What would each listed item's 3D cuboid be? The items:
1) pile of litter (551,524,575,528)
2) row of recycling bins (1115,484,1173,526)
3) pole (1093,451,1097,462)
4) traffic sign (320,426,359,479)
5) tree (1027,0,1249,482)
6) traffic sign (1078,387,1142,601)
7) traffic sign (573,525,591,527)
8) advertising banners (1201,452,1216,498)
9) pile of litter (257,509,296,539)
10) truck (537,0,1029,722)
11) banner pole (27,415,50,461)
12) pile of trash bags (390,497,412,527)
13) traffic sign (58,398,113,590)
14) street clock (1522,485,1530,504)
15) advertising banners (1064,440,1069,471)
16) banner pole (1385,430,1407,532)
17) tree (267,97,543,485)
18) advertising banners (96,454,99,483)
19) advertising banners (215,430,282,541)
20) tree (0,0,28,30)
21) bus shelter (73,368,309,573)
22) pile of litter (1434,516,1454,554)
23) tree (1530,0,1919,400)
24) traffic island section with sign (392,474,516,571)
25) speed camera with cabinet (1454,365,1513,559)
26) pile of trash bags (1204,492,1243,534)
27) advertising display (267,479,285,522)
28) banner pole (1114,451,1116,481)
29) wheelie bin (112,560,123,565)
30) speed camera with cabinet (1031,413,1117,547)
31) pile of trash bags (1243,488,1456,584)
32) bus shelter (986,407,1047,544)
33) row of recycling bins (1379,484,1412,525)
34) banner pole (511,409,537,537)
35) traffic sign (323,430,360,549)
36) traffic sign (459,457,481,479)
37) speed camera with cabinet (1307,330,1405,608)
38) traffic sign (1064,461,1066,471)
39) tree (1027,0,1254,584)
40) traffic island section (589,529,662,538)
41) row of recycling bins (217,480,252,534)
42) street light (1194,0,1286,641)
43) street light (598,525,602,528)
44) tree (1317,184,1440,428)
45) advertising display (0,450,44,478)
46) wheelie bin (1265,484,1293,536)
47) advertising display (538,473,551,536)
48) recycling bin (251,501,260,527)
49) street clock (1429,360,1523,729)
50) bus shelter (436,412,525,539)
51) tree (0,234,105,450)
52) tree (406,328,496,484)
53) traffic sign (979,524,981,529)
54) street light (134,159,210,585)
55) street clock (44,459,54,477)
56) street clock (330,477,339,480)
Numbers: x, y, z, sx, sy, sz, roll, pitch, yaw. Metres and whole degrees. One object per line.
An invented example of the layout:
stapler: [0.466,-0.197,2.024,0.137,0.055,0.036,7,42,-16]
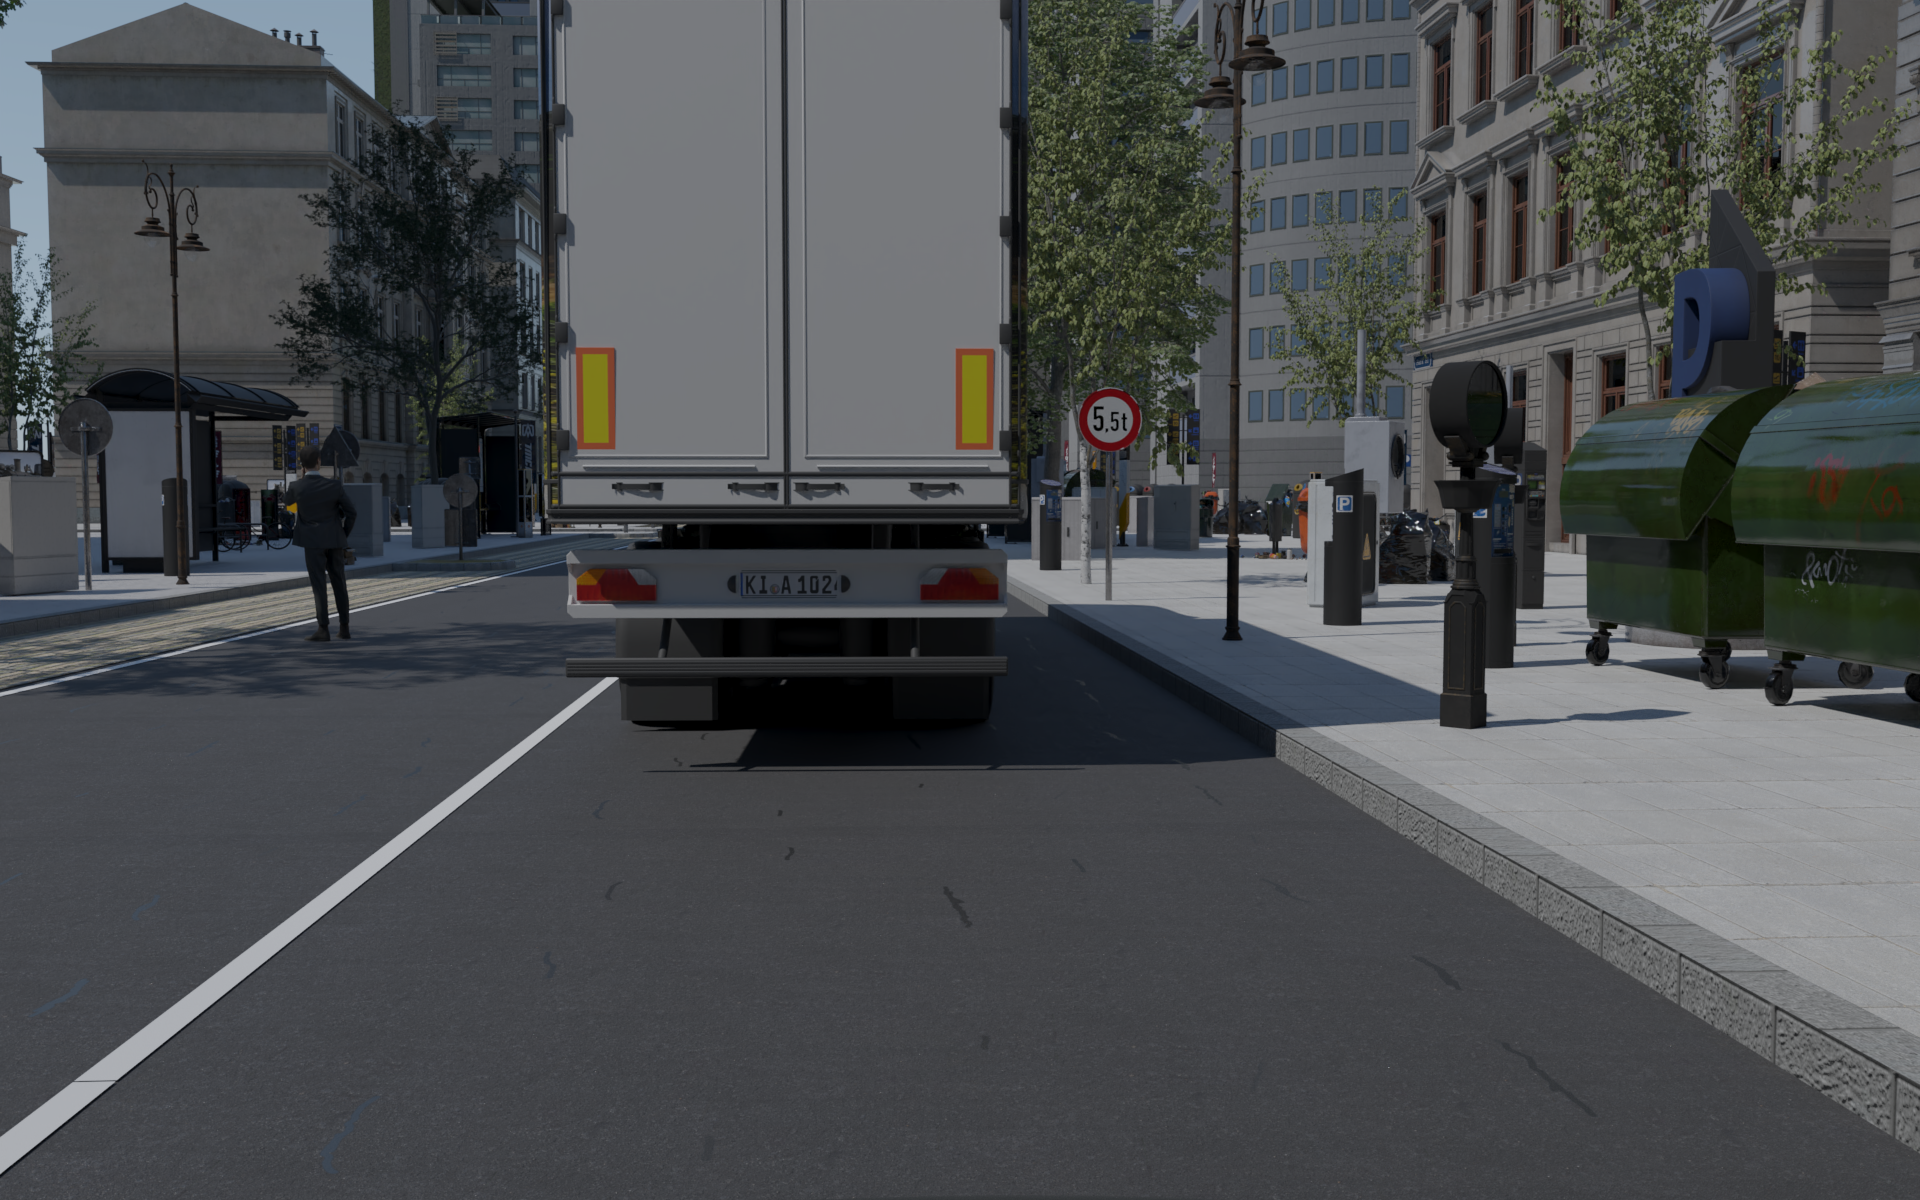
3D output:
pile of litter: [-15.179,-3.161,65.643,1.176,0.858,1.719,-1,4,-12]
row of recycling bins: [7.310,-3.788,69.050,3.534,1.692,1.069,3,5,41]
pole: [6.371,-5.390,81.963,0.158,3.312,0.155,0,3,0]
traffic sign: [-12.009,-2.038,33.326,0.884,2.594,0.081,0,4,-1]
tree: [2.275,-7.176,35.459,7.486,12.596,7.792,0,3,0]
traffic sign: [1.792,-1.265,20.795,0.768,2.556,0.104,0,4,-2]
traffic sign: [-14.892,-4.540,68.099,2.265,3.308,0.079,0,4,3]
advertising banners: [10.595,-4.746,73.777,0.090,3.025,2.074,0,4,-7]
pile of litter: [-19.370,-2.205,50.024,1.719,0.858,1.176,1,4,13]
truck: [-1.069,-1.548,14.218,2.839,4.237,11.283,0,4,-2]
banner pole: [-28.528,-3.901,53.799,0.401,3.779,0.863,3,5,40]
pile of trash bags: [-21.134,-3.562,67.985,3.447,1.369,1.912,0,4,-5]
traffic sign: [-11.642,-1.404,23.063,0.768,2.556,0.104,0,4,5]
street clock: [4.611,-0.613,14.599,0.358,2.002,0.471,1,4,19]
advertising banners: [3.605,-3.625,55.458,0.090,3.025,2.074,-1,4,-11]
banner pole: [14.847,-4.229,59.160,0.863,3.779,0.401,0,4,5]
tree: [-13.072,-6.576,41.931,8.767,10.594,7.601,3,5,40]
advertising banners: [-21.264,-2.923,43.974,0.090,3.025,2.074,1,4,13]
advertising banners: [-19.775,-3.151,47.708,2.074,3.025,0.090,0,4,-4]
tree: [-10.859,-5.338,13.030,9.928,11.665,9.643,0,3,0]
bus shelter: [-13.356,-2.243,30.592,2.014,3.302,5.546,0,4,-4]
pile of litter: [9.483,-1.199,33.566,1.176,0.858,1.719,0,4,2]
tree: [8.573,-4.295,20.579,4.737,8.622,4.395,0,3,0]
traffic island section with sign: [-9.535,-1.482,32.864,1.989,1.847,2.006,0,4,-4]
speed camera with cabinet: [8.330,-2.024,27.435,0.660,3.252,2.038,0,4,5]
pile of trash bags: [9.699,-2.824,55.933,1.912,1.369,3.447,3,5,44]
advertising display: [-29.017,-4.194,73.786,0.974,1.923,0.123,0,4,0]
banner pole: [6.814,-5.407,78.417,0.863,3.779,0.401,-1,4,-20]
wheelie bin: [-15.062,-1.436,31.389,0.693,1.594,0.980,0,4,4]
speed camera with cabinet: [2.794,-2.939,42.388,2.038,3.252,0.660,1,4,23]
pile of trash bags: [5.827,-0.935,25.047,1.912,1.369,3.447,3,4,39]
bus shelter: [1.464,-3.445,47.607,1.731,3.624,6.357,0,4,-4]
row of recycling bins: [18.260,-3.807,69.361,3.534,1.692,1.069,0,4,-6]
banner pole: [-12.960,-3.758,51.457,0.863,3.779,0.401,-3,4,-38]
traffic sign: [-12.333,-2.106,34.535,0.768,2.556,0.104,0,4,4]
traffic sign: [-13.457,-2.781,47.597,0.606,2.300,0.079,0,4,3]
speed camera with cabinet: [4.663,-1.585,20.249,0.660,3.252,2.038,2,4,29]
traffic sign: [2.943,-3.106,52.918,0.606,2.300,0.079,0,4,4]
tree: [1.893,-4.518,24.233,4.737,8.622,4.395,0,3,0]
traffic island section: [-11.115,-2.155,57.514,2.009,0.180,2.903,0,4,-4]
row of recycling bins: [-22.417,-2.792,52.770,1.069,1.692,3.534,-2,4,-33]
street light: [2.394,-2.585,15.046,0.468,5.910,1.993,0,4,-4]
street light: [-13.676,-5.678,65.615,0.468,5.910,1.993,0,4,-4]
tree: [9.290,-5.518,40.586,4.737,8.622,4.395,0,3,0]
advertising display: [-13.827,-1.221,25.180,0.123,1.923,0.974,3,5,40]
wheelie bin: [9.716,-2.735,52.627,0.693,1.594,0.980,-3,5,-41]
advertising display: [-12.834,-2.962,53.635,0.123,1.923,0.974,0,4,5]
recycling bin: [-27.859,-3.370,67.653,0.722,1.027,0.722,1,4,19]
street clock: [2.778,-0.302,9.501,0.358,2.002,0.471,3,5,44]
bus shelter: [-14.420,-3.744,52.489,1.731,3.624,6.357,0,4,-3]
tree: [-27.005,-6.091,49.950,4.737,8.622,4.395,0,3,0]
tree: [-22.879,-7.767,77.355,4.737,8.622,4.395,0,3,0]
traffic sign: [0.627,-3.328,54.511,0.768,2.556,0.104,0,4,3]
street light: [-11.024,-3.156,24.382,0.468,5.910,1.993,0,4,-4]
street clock: [-18.904,-1.900,35.630,0.358,2.002,0.471,2,4,32]
street clock: [-25.897,-4.114,71.831,0.358,2.002,0.471,2,4,33]
